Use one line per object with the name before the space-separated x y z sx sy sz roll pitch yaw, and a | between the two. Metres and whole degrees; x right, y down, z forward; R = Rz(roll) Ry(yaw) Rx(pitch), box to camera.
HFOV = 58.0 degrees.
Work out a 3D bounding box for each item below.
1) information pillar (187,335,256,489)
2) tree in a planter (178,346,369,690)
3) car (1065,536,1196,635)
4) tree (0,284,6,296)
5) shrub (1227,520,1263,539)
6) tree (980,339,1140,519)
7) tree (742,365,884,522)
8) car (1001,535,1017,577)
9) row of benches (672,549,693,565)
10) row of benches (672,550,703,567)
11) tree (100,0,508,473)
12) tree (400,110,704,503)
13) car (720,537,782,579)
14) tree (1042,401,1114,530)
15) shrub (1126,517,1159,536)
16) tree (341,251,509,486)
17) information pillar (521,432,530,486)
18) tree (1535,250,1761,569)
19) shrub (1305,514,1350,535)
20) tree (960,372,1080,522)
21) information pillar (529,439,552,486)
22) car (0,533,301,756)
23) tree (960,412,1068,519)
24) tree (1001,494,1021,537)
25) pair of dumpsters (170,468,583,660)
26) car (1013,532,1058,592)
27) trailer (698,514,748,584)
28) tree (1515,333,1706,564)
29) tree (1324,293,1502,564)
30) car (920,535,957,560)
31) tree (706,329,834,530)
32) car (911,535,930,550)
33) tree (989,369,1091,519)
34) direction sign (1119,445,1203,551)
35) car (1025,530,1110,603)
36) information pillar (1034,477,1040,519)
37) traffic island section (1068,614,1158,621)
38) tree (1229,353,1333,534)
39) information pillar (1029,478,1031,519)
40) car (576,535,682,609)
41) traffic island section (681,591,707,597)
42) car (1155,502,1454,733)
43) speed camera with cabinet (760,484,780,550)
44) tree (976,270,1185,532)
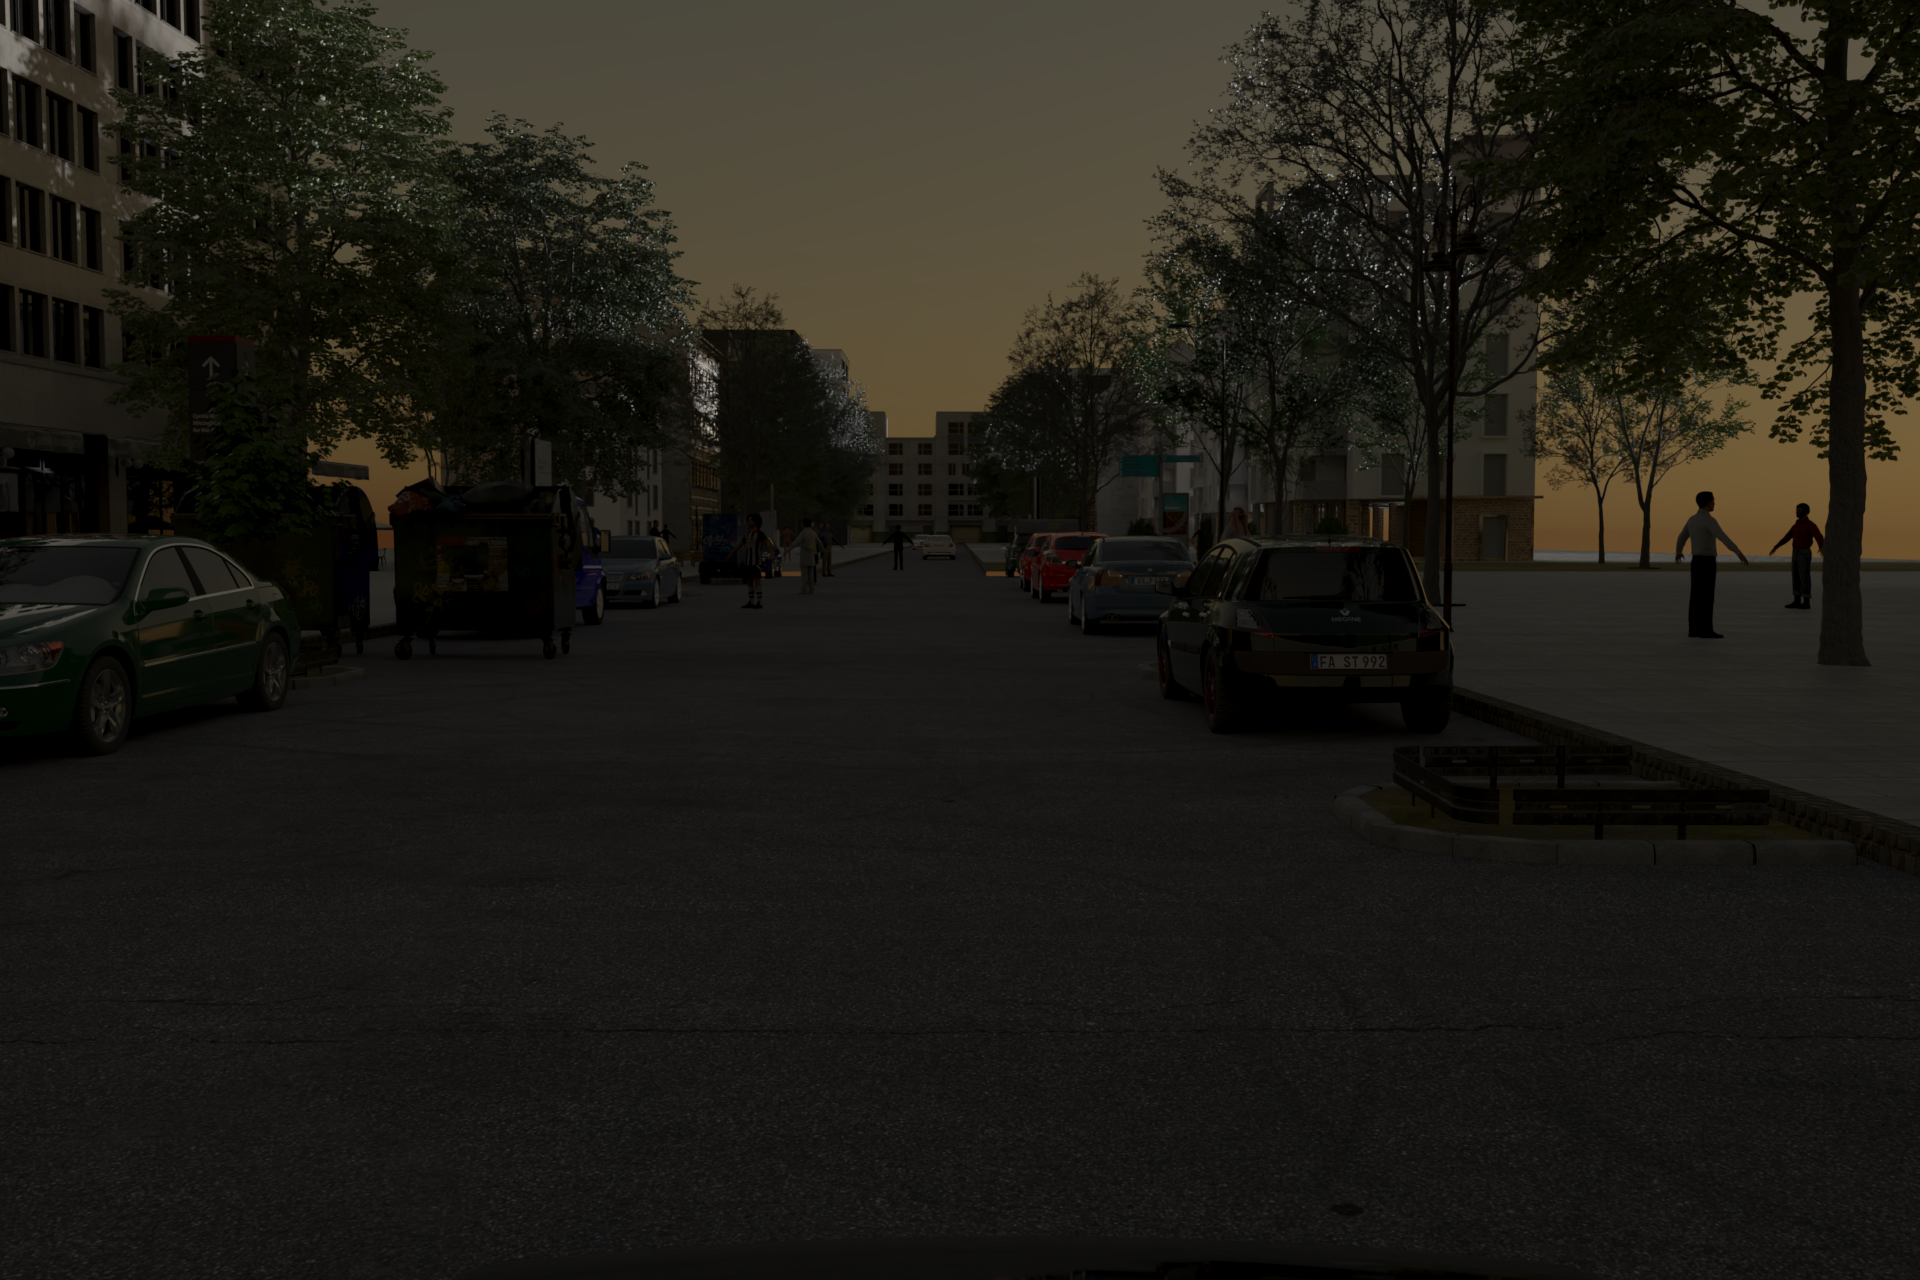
information pillar | -9.735 -2.052 22.936 0.750 3.857 0.750 0 4 -1
tree in a planter | -6.885 -1.190 16.671 1.991 3.239 1.994 0 3 0
car | 2.608 -0.856 25.994 2.014 1.417 4.499 0 4 0
tree | -13.034 -5.029 16.644 7.601 10.594 8.767 1 4 11
shrub | 11.605 -4.063 70.852 1.690 2.028 1.600 0 3 0
tree | 5.815 -12.003 106.620 12.009 13.543 11.850 0 3 0
tree | -10.459 -12.910 121.452 12.009 13.543 11.850 0 3 0
car | 2.480 -2.895 59.126 2.131 1.459 4.920 0 4 0
row of benches | -12.704 -3.477 72.305 4.104 0.672 1.422 3 4 37
row of benches | -10.065 -3.220 68.115 4.104 0.672 1.422 0 4 -6
tree | -12.685 -7.082 33.922 7.486 12.596 7.792 0 3 0
tree | -12.428 -8.903 52.223 9.857 13.997 8.962 0 3 0
car | -6.857 -2.715 56.971 1.945 1.354 3.894 0 4 0
tree | 5.820 -8.841 94.913 4.360 8.622 3.978 0 3 0
shrub | 7.338 -4.006 69.925 1.690 2.028 1.600 0 3 0
tree | -12.864 -5.657 42.862 4.360 8.622 3.978 0 3 0
information pillar | -9.945 -2.957 39.703 0.183 3.616 0.504 0 4 0
tree | 25.212 -8.434 63.645 9.928 11.665 9.643 0 3 0
shrub | 13.359 -3.590 62.743 1.661 2.075 1.752 0 3 0
tree | 4.990 -13.791 132.139 9.857 13.997 8.962 0 3 0
information pillar | -10.539 -3.196 43.572 0.184 3.620 1.656 0 3 0
car | -6.437 -0.053 12.668 2.131 1.459 4.920 0 4 -1
tree | 5.215 -14.427 146.255 12.009 13.543 11.850 0 3 0
tree | 4.789 -12.633 156.911 4.360 8.622 3.978 0 3 0
pair of dumpsters | -6.726 -0.929 20.133 4.436 2.255 1.574 0 4 0
car | 2.463 -2.171 44.537 2.155 1.783 4.494 0 4 0
trailer | -6.719 -2.577 49.187 1.471 1.999 3.904 0 4 0
tree | 28.149 -8.624 75.408 8.767 10.594 7.601 2 4 30
tree | 19.110 -9.025 73.311 9.928 11.665 9.643 0 3 0
car | -1.197 -5.223 97.757 2.083 1.381 4.827 0 4 -1
tree | -10.763 -10.906 96.446 7.486 12.596 7.792 0 3 0
car | -3.372 -8.888 157.678 2.083 1.381 4.827 0 4 0
tree | 5.324 -12.301 119.256 7.486 12.596 7.792 0 3 0
direction sign | 6.058 -3.849 51.689 2.525 3.948 1.411 0 3 0
car | 2.507 -1.734 37.383 2.155 1.783 4.494 0 4 -1
information pillar | 3.189 -4.918 71.724 0.184 3.620 1.656 0 4 -1
traffic island section | 2.852 -0.403 29.455 1.991 0.108 1.994 0 4 0
tree | 12.502 -7.142 67.141 4.360 8.622 3.978 0 3 0
information pillar | 2.919 -4.959 72.436 0.183 3.616 0.504 0 4 0
car | -6.697 -1.395 34.809 2.014 1.417 4.499 0 4 0
traffic island section | -6.941 -1.058 40.169 1.991 0.108 1.994 0 3 0
car | 2.625 -0.249 13.853 2.009 1.686 4.222 0 4 -1
speed camera with cabinet | -7.585 -4.564 68.950 0.660 3.252 2.038 0 4 0
tree | 5.834 -10.367 79.878 12.009 13.543 11.850 0 3 0
